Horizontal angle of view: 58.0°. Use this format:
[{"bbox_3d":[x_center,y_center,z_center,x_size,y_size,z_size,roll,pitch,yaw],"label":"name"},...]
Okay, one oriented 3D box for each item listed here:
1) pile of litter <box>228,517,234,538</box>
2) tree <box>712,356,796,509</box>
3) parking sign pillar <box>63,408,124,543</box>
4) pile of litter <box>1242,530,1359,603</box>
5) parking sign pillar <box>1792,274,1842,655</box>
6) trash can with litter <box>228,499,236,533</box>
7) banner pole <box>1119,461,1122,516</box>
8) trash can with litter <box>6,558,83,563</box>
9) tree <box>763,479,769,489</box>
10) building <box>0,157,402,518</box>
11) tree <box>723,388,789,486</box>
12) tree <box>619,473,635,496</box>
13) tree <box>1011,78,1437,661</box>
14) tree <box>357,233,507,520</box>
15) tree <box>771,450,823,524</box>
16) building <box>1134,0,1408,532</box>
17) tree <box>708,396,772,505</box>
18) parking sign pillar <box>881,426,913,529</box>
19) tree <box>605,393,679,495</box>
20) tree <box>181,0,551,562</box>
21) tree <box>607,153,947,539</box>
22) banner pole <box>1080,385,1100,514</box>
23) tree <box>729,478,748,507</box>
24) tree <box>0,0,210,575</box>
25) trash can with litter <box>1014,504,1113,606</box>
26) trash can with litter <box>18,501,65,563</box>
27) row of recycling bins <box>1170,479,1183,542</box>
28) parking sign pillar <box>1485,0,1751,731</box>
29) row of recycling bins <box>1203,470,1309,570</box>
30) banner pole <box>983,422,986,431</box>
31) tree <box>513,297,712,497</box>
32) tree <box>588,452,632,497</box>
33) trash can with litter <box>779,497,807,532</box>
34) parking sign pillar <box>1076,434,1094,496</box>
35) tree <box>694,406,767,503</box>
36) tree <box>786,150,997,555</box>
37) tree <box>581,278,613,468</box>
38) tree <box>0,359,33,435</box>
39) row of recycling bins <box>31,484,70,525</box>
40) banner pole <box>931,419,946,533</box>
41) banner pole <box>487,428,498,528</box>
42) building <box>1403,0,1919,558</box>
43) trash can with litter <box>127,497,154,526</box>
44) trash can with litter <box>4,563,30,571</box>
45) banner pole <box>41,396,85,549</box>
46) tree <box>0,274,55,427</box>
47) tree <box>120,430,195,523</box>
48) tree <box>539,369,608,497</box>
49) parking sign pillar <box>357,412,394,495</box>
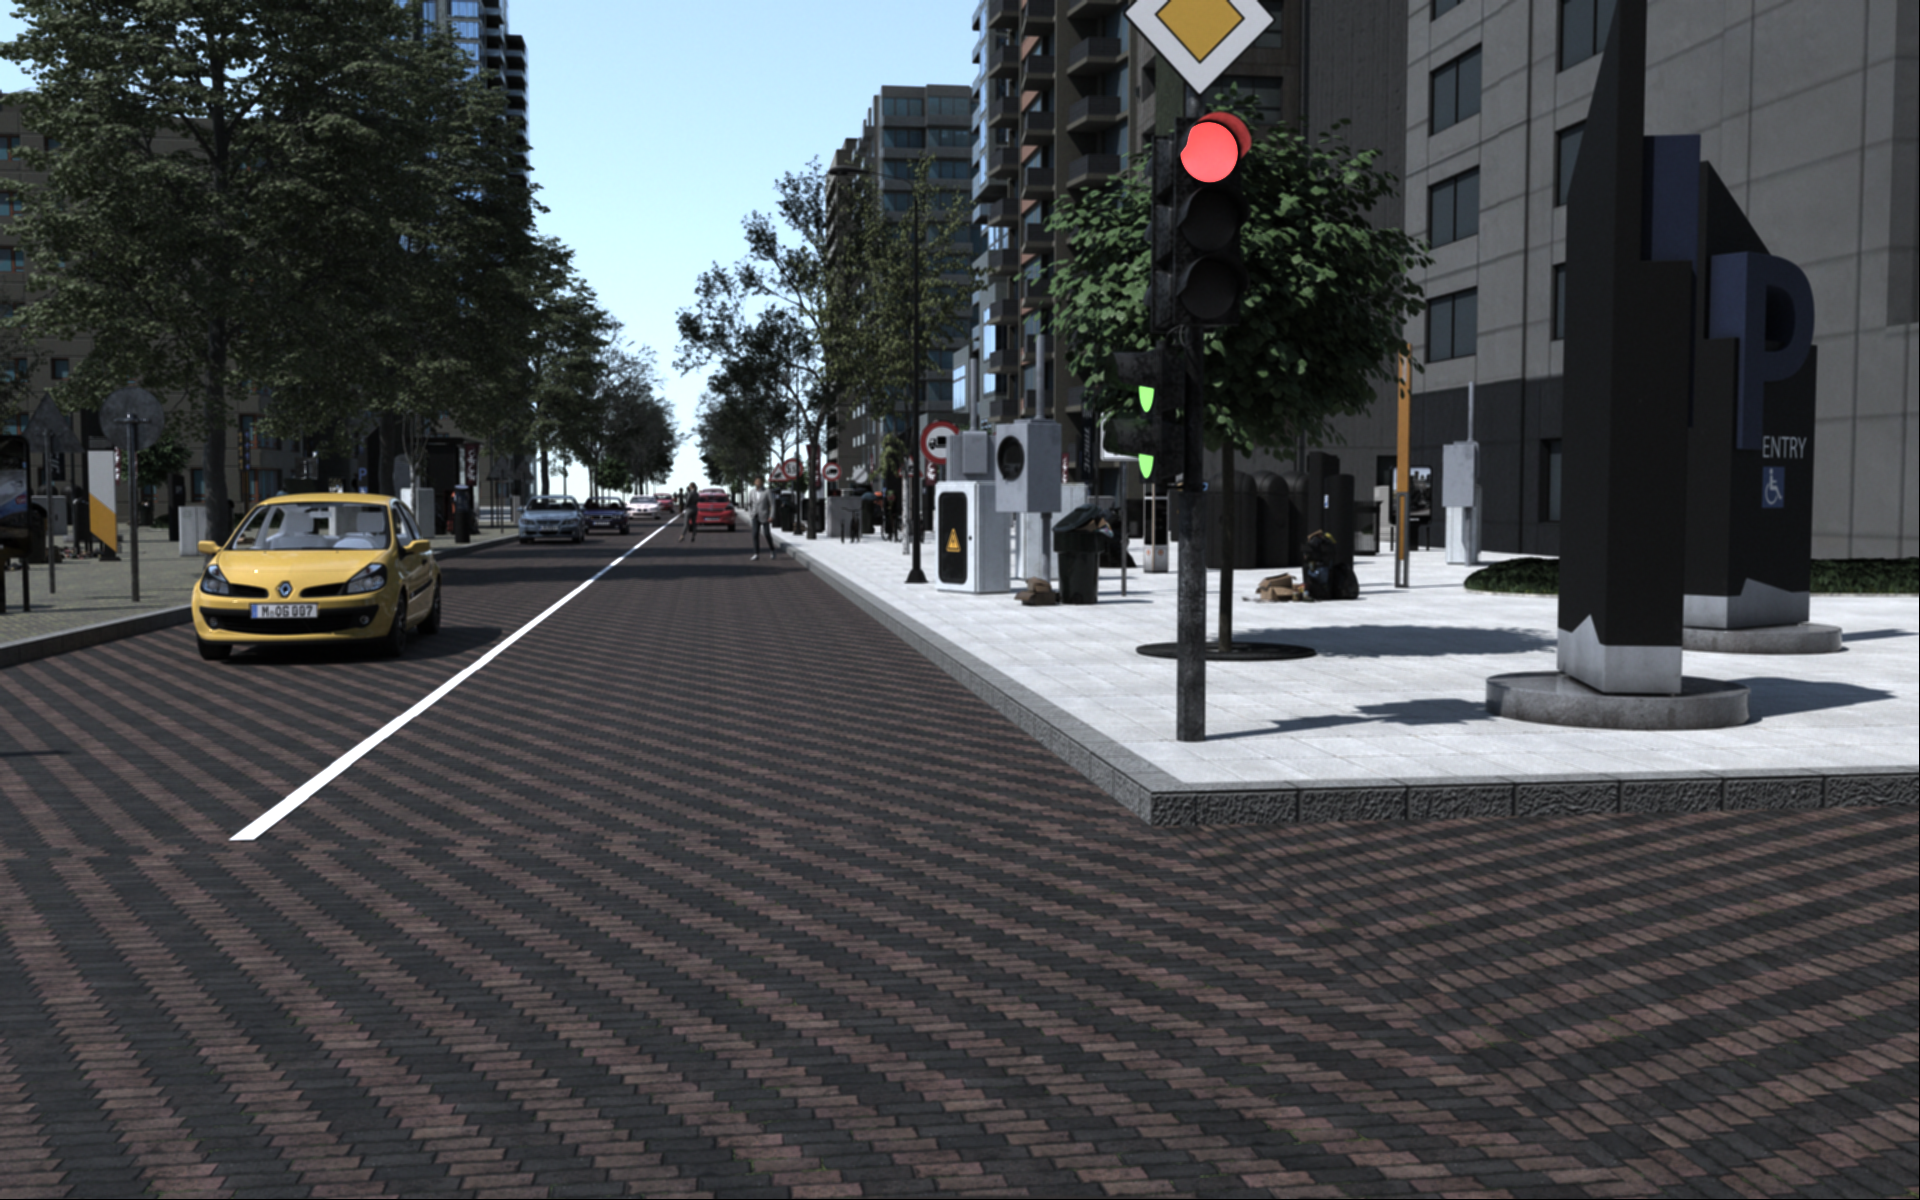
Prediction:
[{"bbox_3d":[-18.690,-1.866,44.481,1.176,0.858,1.719,0,4,-4],"label":"pile of litter"},{"bbox_3d":[-18.946,-14.635,149.644,12.009,13.543,11.850,0,3,0],"label":"tree"},{"bbox_3d":[-23.115,-3.524,46.082,1.447,3.967,1.447,-2,4,-26],"label":"parking sign pillar"},{"bbox_3d":[4.144,-0.435,21.079,1.719,0.858,1.176,-1,4,-22],"label":"pile of litter"},{"bbox_3d":[6.592,-1.587,14.421,1.447,3.967,1.447,-3,4,-36],"label":"parking sign pillar"},{"bbox_3d":[-20.768,-2.290,48.830,0.624,1.170,1.055,-1,4,-19],"label":"trash can with litter"},{"bbox_3d":[4.915,-3.805,52.227,0.401,3.779,0.863,1,4,23],"label":"banner pole"},{"bbox_3d":[-17.834,-1.442,34.639,1.678,1.210,2.233,0,4,1],"label":"trash can with litter"},{"bbox_3d":[-10.249,-6.261,96.973,1.663,3.219,1.824,0,3,0],"label":"tree"},{"bbox_3d":[-53.385,-16.869,120.849,27.650,21.520,28.899,-1,4,-8],"label":"building"},{"bbox_3d":[-12.442,-9.564,106.730,4.360,8.622,3.978,0,3,0],"label":"tree"},{"bbox_3d":[-29.720,-9.831,155.334,1.663,3.219,1.824,0,3,0],"label":"tree"},{"bbox_3d":[2.058,-1.844,13.868,4.285,4.588,4.351,0,3,0],"label":"tree"},{"bbox_3d":[-14.307,-5.844,45.908,4.360,8.622,3.978,0,3,0],"label":"tree"},{"bbox_3d":[-7.024,-4.928,75.178,1.663,3.219,1.824,0,3,0],"label":"tree"},{"bbox_3d":[13.598,-17.925,64.772,14.160,30.474,14.107,-1,4,-8],"label":"building"},{"bbox_3d":[-25.564,-17.203,199.398,7.486,12.596,7.792,0,3,0],"label":"tree"},{"bbox_3d":[-2.169,-4.601,63.700,1.447,3.967,1.447,-2,4,-24],"label":"parking sign pillar"},{"bbox_3d":[-39.413,-18.755,213.298,9.857,13.997,8.962,0,3,0],"label":"tree"},{"bbox_3d":[-12.542,-7.390,38.958,7.486,12.596,7.792,0,3,0],"label":"tree"},{"bbox_3d":[-4.289,-6.978,48.496,8.767,10.594,7.601,1,4,8],"label":"tree"},{"bbox_3d":[2.985,-3.022,39.434,0.401,3.779,0.863,3,5,39],"label":"banner pole"},{"bbox_3d":[-22.604,-11.212,177.919,1.663,3.219,1.824,0,3,0],"label":"tree"},{"bbox_3d":[-11.728,-6.708,27.798,7.486,12.596,7.792,0,3,0],"label":"tree"},{"bbox_3d":[1.199,-0.530,20.053,1.055,1.170,0.624,-2,4,-29],"label":"trash can with litter"},{"bbox_3d":[-17.121,-1.267,32.095,0.624,1.170,1.055,0,4,2],"label":"trash can with litter"},{"bbox_3d":[6.984,-2.375,45.948,1.069,1.692,3.534,-3,5,-39],"label":"row of recycling bins"},{"bbox_3d":[3.818,-1.316,9.983,1.447,3.967,1.447,1,4,8],"label":"parking sign pillar"},{"bbox_3d":[5.607,-1.441,30.681,1.069,1.692,3.534,3,5,42],"label":"row of recycling bins"},{"bbox_3d":[0.834,-4.311,60.507,0.401,3.779,0.863,0,4,-4],"label":"banner pole"},{"bbox_3d":[-22.647,-12.048,107.347,12.009,13.543,11.850,0,3,0],"label":"tree"},{"bbox_3d":[-27.430,-9.305,135.857,4.285,4.588,4.351,0,3,0],"label":"tree"},{"bbox_3d":[-5.600,-2.887,58.584,1.055,1.170,0.624,2,4,35],"label":"trash can with litter"},{"bbox_3d":[5.664,-5.511,78.581,1.447,3.967,1.447,2,4,24],"label":"parking sign pillar"},{"bbox_3d":[-30.493,-19.898,231.993,9.857,13.997,8.962,0,3,0],"label":"tree"},{"bbox_3d":[-1.388,-5.268,36.492,4.737,8.622,4.395,0,3,0],"label":"tree"},{"bbox_3d":[-18.662,-9.664,76.136,7.486,12.596,7.792,0,3,0],"label":"tree"},{"bbox_3d":[-42.813,-7.620,74.957,4.737,8.622,4.395,0,3,0],"label":"tree"},{"bbox_3d":[-37.749,-3.894,70.778,3.534,1.692,1.069,-3,4,-37],"label":"row of recycling bins"},{"bbox_3d":[-0.650,-4.155,57.952,0.401,3.779,0.863,3,4,38],"label":"banner pole"},{"bbox_3d":[-17.746,-4.629,65.702,0.401,3.779,0.863,0,4,-8],"label":"banner pole"},{"bbox_3d":[22.598,-36.361,32.760,20.611,71.187,20.563,-1,4,-8],"label":"building"},{"bbox_3d":[-32.492,-3.500,68.618,1.055,1.170,0.624,0,4,6],"label":"trash can with litter"},{"bbox_3d":[-16.350,-1.082,28.747,1.678,1.210,2.233,1,4,9],"label":"trash can with litter"},{"bbox_3d":[-20.957,-3.082,40.411,0.863,3.779,0.401,-3,5,-39],"label":"banner pole"},{"bbox_3d":[-32.295,-6.534,57.198,4.360,8.622,3.978,0,3,0],"label":"tree"},{"bbox_3d":[-33.786,-5.421,72.347,4.285,4.588,4.351,0,3,0],"label":"tree"},{"bbox_3d":[-25.464,-11.364,120.214,8.767,10.594,7.601,0,4,8],"label":"tree"},{"bbox_3d":[-18.921,-4.139,56.146,1.447,3.967,1.447,1,4,21],"label":"parking sign pillar"}]
